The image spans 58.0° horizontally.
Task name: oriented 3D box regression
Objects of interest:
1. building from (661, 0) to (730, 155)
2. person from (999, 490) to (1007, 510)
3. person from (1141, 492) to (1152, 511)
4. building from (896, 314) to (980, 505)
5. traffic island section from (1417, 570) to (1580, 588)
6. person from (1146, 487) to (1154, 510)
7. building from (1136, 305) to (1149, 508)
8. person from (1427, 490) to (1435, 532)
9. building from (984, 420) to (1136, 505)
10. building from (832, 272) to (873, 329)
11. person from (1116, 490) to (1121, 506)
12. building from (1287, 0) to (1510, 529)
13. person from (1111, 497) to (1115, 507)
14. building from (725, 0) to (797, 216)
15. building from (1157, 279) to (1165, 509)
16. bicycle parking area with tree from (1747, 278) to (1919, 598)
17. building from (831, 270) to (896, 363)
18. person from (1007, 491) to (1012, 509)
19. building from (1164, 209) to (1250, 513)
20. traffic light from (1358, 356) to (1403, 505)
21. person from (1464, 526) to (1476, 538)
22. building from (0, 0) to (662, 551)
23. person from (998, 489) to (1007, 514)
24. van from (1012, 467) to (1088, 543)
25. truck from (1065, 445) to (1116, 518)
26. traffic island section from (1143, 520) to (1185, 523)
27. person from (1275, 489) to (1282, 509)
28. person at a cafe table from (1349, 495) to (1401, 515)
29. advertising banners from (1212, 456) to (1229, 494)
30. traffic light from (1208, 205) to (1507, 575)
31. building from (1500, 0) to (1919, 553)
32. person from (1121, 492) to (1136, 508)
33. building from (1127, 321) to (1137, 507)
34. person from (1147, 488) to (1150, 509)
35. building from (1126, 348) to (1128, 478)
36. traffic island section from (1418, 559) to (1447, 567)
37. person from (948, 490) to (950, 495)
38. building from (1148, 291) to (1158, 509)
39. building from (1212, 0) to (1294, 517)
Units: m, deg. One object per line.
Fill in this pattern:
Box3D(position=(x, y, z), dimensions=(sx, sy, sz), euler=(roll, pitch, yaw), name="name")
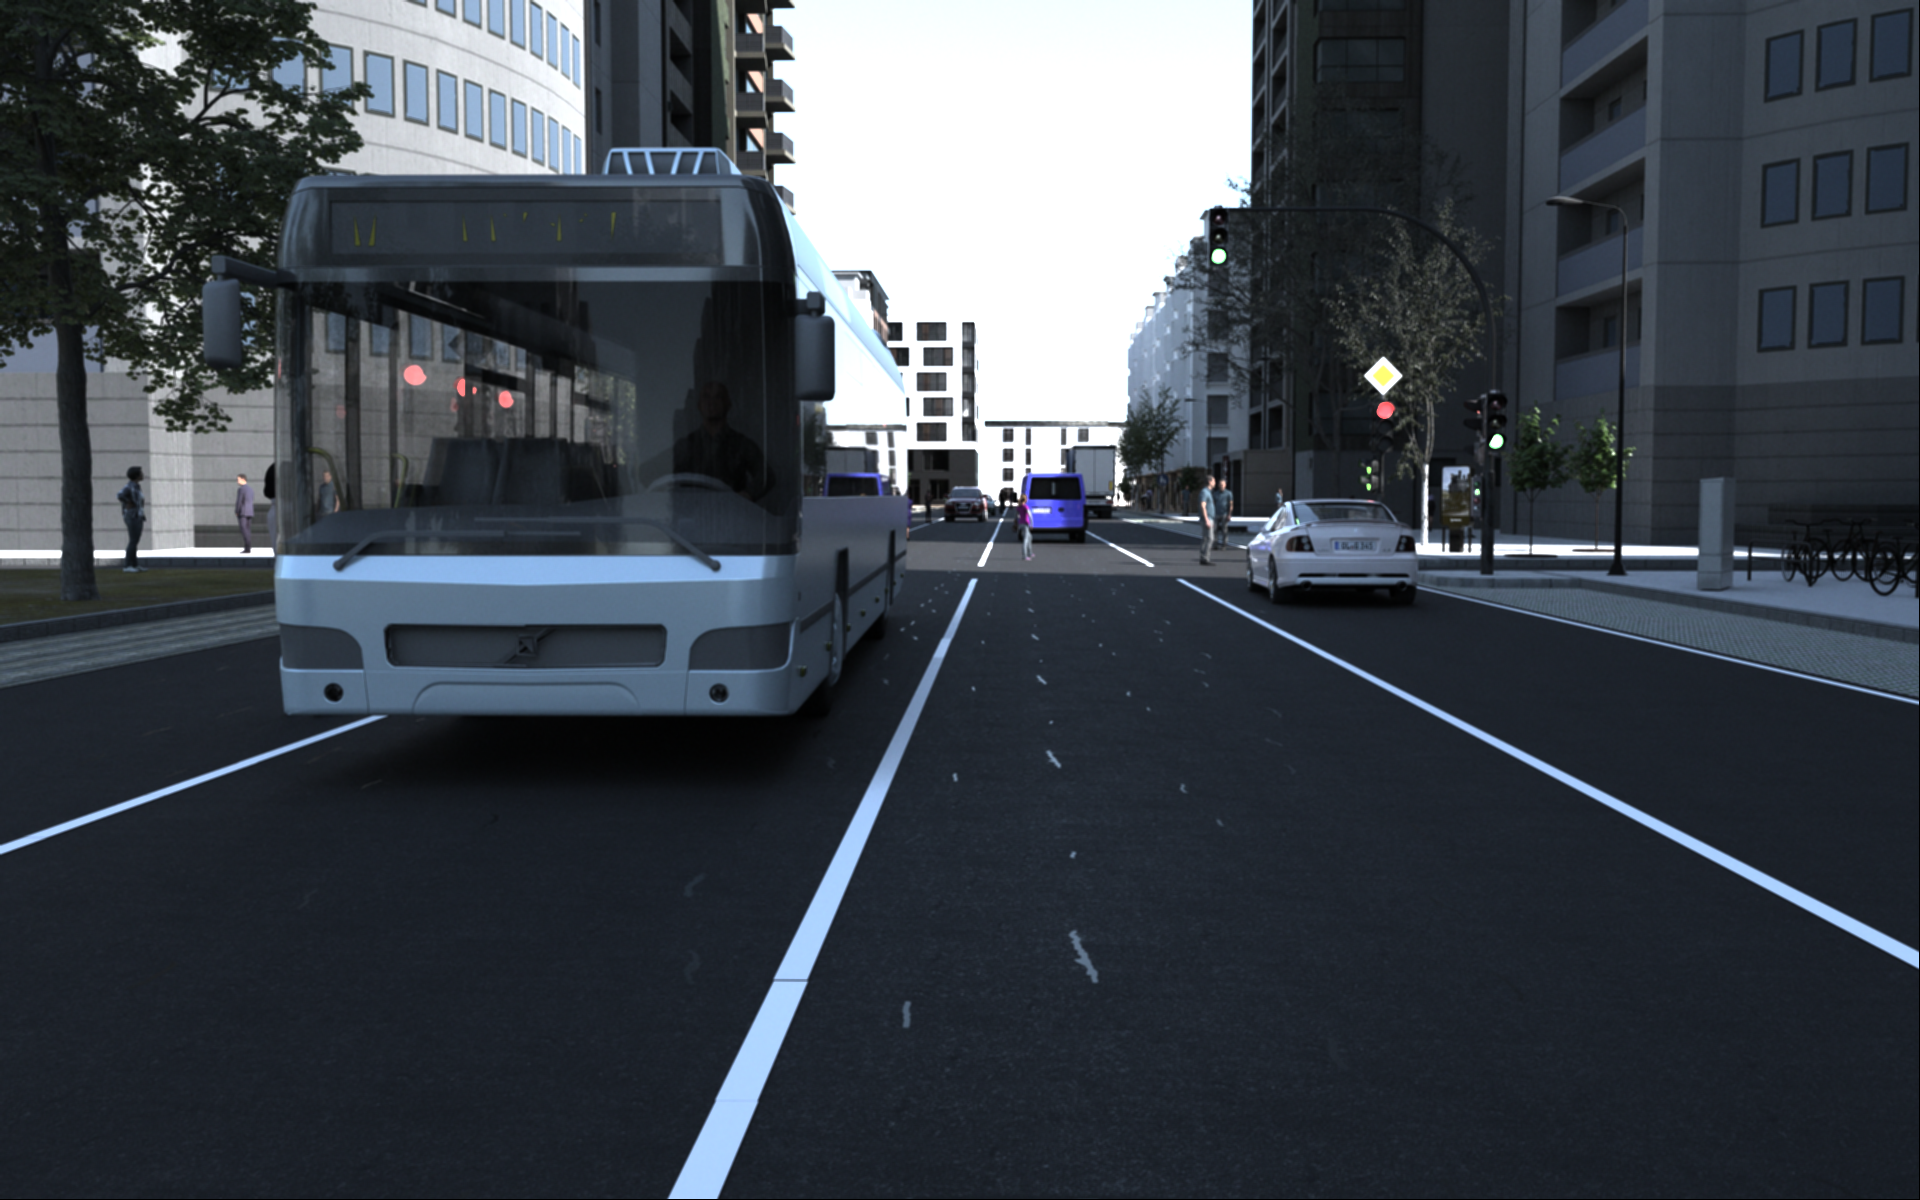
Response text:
Box3D(position=(-17.855, -18.455, 73.446), dimensions=(14.160, 30.474, 14.107), euler=(0, 4, 2), name="building")
Box3D(position=(3.934, -9.098, 157.392), dimensions=(0.705, 1.807, 1.348), euler=(2, 4, 32), name="person")
Box3D(position=(13.948, -7.389, 130.034), dimensions=(0.628, 1.438, 0.799), euler=(2, 4, 34), name="person")
Box3D(position=(-14.111, -22.434, 210.767), dimensions=(32.646, 21.610, 27.936), euler=(0, 4, 2), name="building")
Box3D(position=(8.405, -0.325, 27.602), dimensions=(2.009, 0.180, 2.903), euler=(0, 4, 2), name="traffic island section")
Box3D(position=(15.233, -8.106, 138.450), dimensions=(0.709, 1.838, 0.599), euler=(2, 4, 32), name="person")
Box3D(position=(24.508, -18.277, 155.249), dimensions=(16.016, 20.091, 11.380), euler=(0, 4, 2), name="building")
Box3D(position=(15.986, -3.047, 59.102), dimensions=(0.421, 1.427, 0.697), euler=(0, 4, 6), name="person")
Box3D(position=(16.892, -15.840, 201.125), dimensions=(28.070, 9.664, 9.099), euler=(0, 4, 2), name="building")
Box3D(position=(-15.247, -17.698, 145.788), dimensions=(16.016, 20.091, 11.380), euler=(0, 4, 2), name="building")
Box3D(position=(16.352, -10.526, 178.697), dimensions=(0.434, 1.755, 0.990), euler=(1, 4, 9), name="person")
Box3D(position=(20.074, -18.173, 68.835), dimensions=(14.160, 30.474, 14.107), euler=(0, 4, 2), name="building")
Box3D(position=(15.513, -10.312, 176.120), dimensions=(0.593, 1.643, 0.415), euler=(-3, 5, -41), name="person")
Box3D(position=(-20.915, -26.945, 95.167), dimensions=(22.147, 44.769, 28.867), euler=(0, 4, 2), name="building")
Box3D(position=(23.799, -16.862, 132.120), dimensions=(16.016, 20.091, 11.380), euler=(0, 4, 2), name="building")
Box3D(position=(15.311, -2.190, 22.814), dimensions=(8.231, 4.147, 9.016), euler=(1, 4, 12), name="bicycle parking area with tree")
Box3D(position=(-23.931, -20.088, 172.416), dimensions=(32.646, 21.610, 27.936), euler=(0, 4, 2), name="building")
Box3D(position=(4.718, -9.497, 164.219), dimensions=(0.568, 1.767, 0.683), euler=(0, 4, 0), name="person")
Box3D(position=(22.976, -16.169, 120.781), dimensions=(16.016, 20.091, 11.380), euler=(0, 4, 2), name="building")
Box3D(position=(8.611, -2.847, 35.471), dimensions=(0.839, 4.253, 0.868), euler=(0, 4, 2), name="traffic light")
Box3D(position=(14.697, -2.693, 50.214), dimensions=(0.875, 1.805, 0.789), euler=(-1, 4, -19), name="person")
Box3D(position=(-22.237, -31.151, 51.316), dimensions=(21.231, 58.520, 28.212), euler=(0, 4, 2), name="building")
Box3D(position=(3.075, -7.263, 127.269), dimensions=(0.705, 1.822, 1.348), euler=(-2, 4, -26), name="person")
Box3D(position=(2.750, -2.947, 52.564), dimensions=(2.240, 2.365, 5.245), euler=(0, 3, 0), name="van")
Box3D(position=(7.759, -7.100, 104.993), dimensions=(2.839, 4.237, 11.283), euler=(0, 4, 0), name="truck")
Box3D(position=(10.243, -3.933, 87.167), dimensions=(1.991, 0.108, 1.994), euler=(0, 4, 2), name="traffic island section")
Box3D(position=(15.882, -4.760, 86.077), dimensions=(0.499, 1.552, 0.429), euler=(-2, 4, -34), name="person")
Box3D(position=(12.974, -2.718, 55.308), dimensions=(1.726, 1.238, 1.698), euler=(0, 4, -3), name="person at a cafe table")
Box3D(position=(11.786, -5.098, 79.536), dimensions=(0.090, 3.025, 2.074), euler=(-2, 4, -23), name="advertising banners")
Box3D(position=(6.272, -3.226, 27.412), dimensions=(4.771, 5.953, 1.251), euler=(0, 4, 2), name="traffic light")
Box3D(position=(31.307, -30.786, 45.354), dimensions=(28.212, 58.520, 21.231), euler=(0, 4, 2), name="building")
Box3D(position=(15.066, -9.100, 154.925), dimensions=(1.348, 1.812, 0.705), euler=(0, 4, 1), name="person")
Box3D(position=(24.780, -18.972, 166.605), dimensions=(16.016, 20.091, 11.380), euler=(0, 4, 2), name="building")
Box3D(position=(15.780, -8.525, 145.410), dimensions=(0.705, 1.826, 1.348), euler=(2, 4, 24), name="person")
Box3D(position=(25.357, -19.695, 178.431), dimensions=(16.016, 20.091, 11.380), euler=(0, 4, 2), name="building")
Box3D(position=(8.651, -0.814, 35.583), dimensions=(2.009, 0.180, 2.903), euler=(0, 4, 2), name="traffic island section")
Box3D(position=(-1.108, -10.144, 174.360), dimensions=(1.348, 1.822, 0.705), euler=(1, 4, 22), name="person")
Box3D(position=(24.364, -17.570, 143.693), dimensions=(16.016, 20.091, 11.380), euler=(0, 4, 2), name="building")
Box3D(position=(25.865, -40.298, 97.120), dimensions=(20.563, 71.187, 20.611), euler=(0, 4, 2), name="building")
